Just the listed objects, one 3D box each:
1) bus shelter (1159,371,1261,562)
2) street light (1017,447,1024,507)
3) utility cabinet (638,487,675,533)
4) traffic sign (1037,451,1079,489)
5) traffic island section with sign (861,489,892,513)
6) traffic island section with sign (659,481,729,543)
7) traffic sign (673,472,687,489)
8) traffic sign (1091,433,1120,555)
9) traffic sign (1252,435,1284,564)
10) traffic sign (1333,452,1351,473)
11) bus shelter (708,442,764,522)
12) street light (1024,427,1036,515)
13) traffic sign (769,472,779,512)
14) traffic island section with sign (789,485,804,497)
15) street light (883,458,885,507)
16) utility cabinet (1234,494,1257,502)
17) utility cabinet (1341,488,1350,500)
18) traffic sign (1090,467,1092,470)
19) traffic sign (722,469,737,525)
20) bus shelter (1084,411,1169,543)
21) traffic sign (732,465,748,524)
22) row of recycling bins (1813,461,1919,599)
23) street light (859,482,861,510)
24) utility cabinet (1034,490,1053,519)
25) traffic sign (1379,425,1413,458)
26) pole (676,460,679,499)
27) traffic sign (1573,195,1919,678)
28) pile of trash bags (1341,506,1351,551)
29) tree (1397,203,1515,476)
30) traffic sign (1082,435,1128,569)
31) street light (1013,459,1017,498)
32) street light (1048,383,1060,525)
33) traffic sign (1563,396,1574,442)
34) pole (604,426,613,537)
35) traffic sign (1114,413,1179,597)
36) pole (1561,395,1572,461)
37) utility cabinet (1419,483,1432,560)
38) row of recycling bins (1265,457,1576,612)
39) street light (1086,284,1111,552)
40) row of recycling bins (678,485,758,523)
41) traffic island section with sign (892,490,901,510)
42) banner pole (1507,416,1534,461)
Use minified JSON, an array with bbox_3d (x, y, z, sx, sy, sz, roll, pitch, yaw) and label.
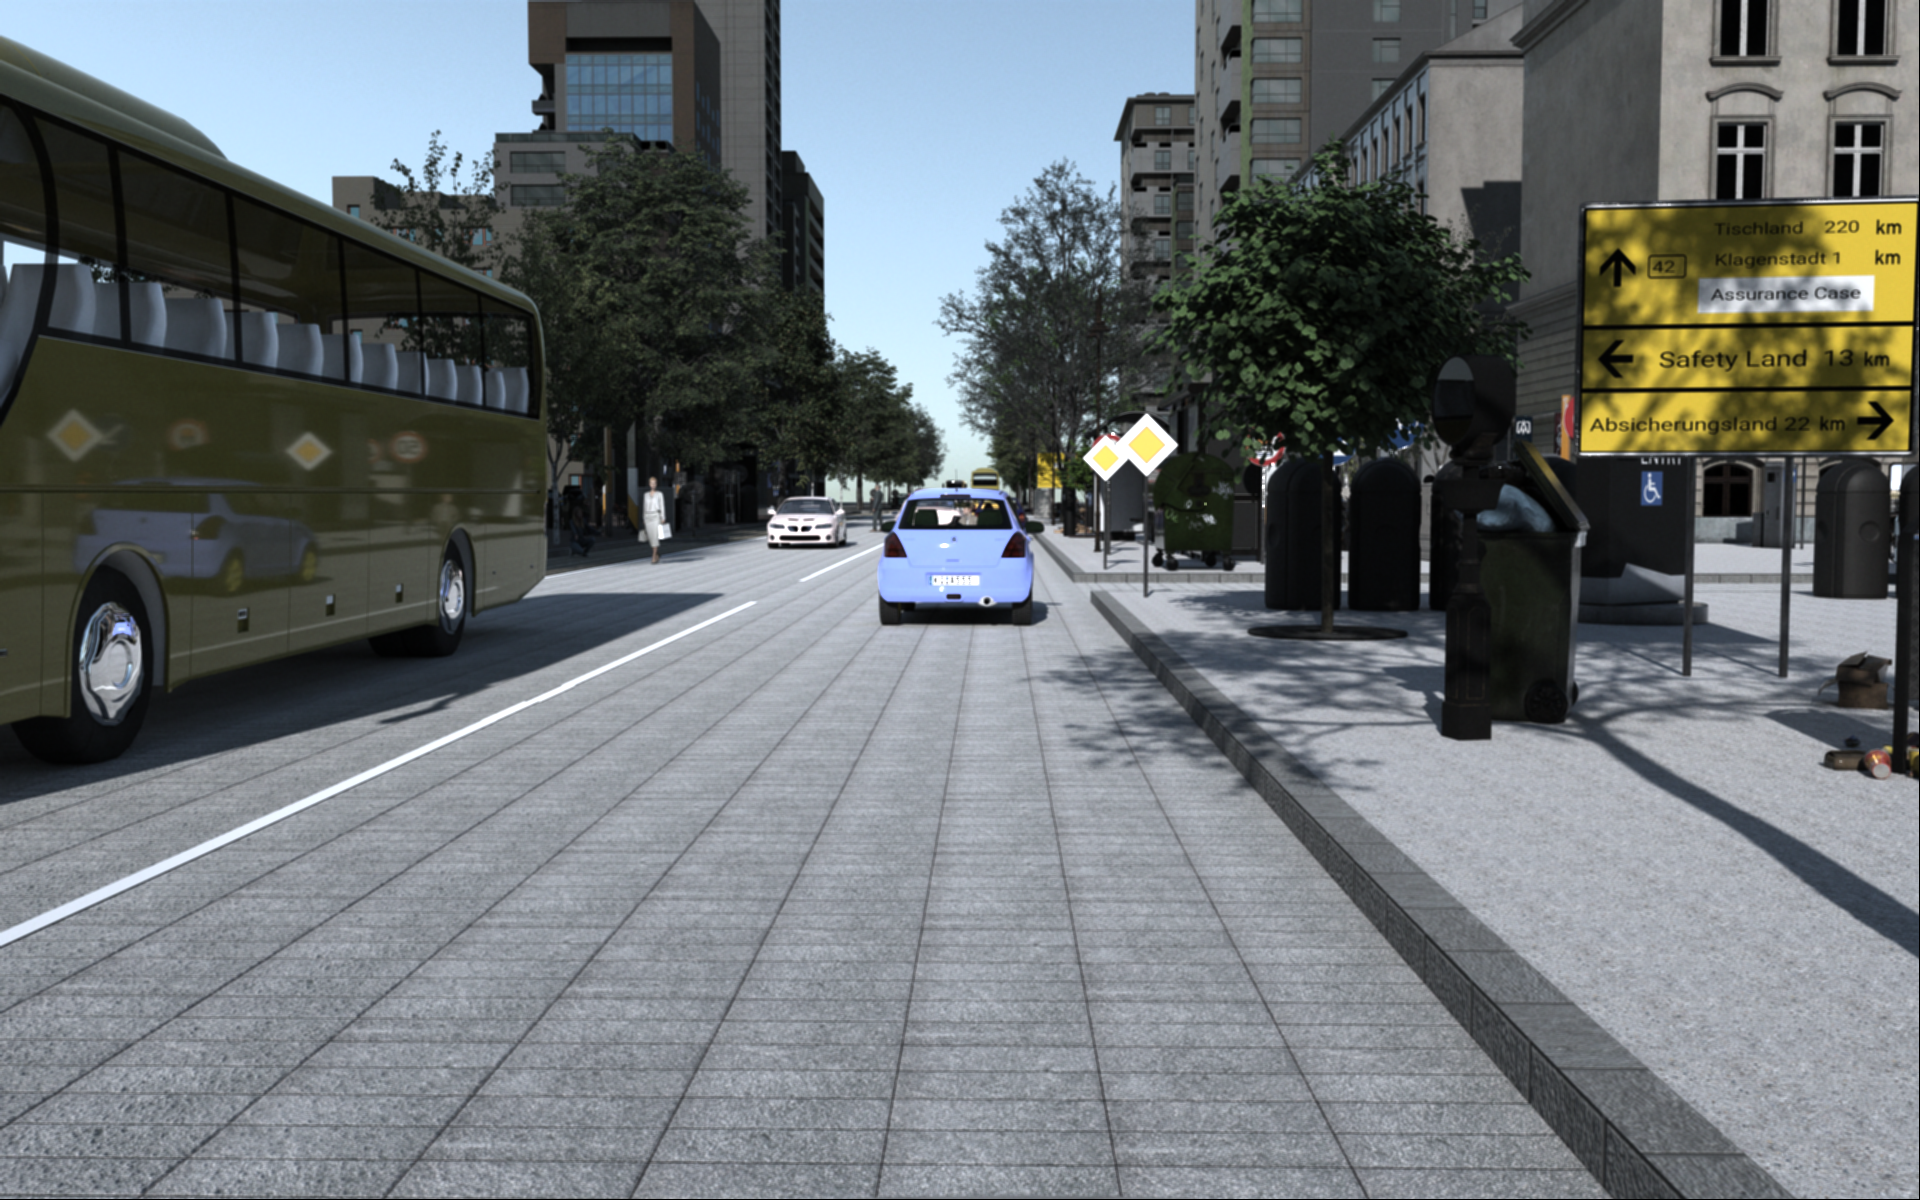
[{"bbox_3d":[5.450,-3.618,36.792,2.179,5.291,8.768,0,4,1],"label":"bus shelter"},{"bbox_3d":[5.360,-10.717,148.005,0.468,5.910,1.993,0,4,1],"label":"street light"},{"bbox_3d":[-9.825,-2.891,55.946,1.173,1.500,0.318,0,4,-4],"label":"utility cabinet"},{"bbox_3d":[4.786,-5.432,82.685,2.265,3.308,0.079,0,4,6],"label":"traffic sign"},{"bbox_3d":[-6.367,-7.409,129.770,1.989,1.847,2.006,0,4,1],"label":"traffic island section with sign"},{"bbox_3d":[-7.987,-2.642,51.821,1.989,1.847,2.006,0,4,1],"label":"traffic island section with sign"},{"bbox_3d":[-12.716,-4.683,78.692,0.606,2.300,0.079,0,4,2],"label":"traffic sign"},{"bbox_3d":[3.138,-2.226,36.495,0.768,2.556,0.104,1,4,11],"label":"traffic sign"},{"bbox_3d":[5.525,-1.922,31.535,0.768,2.556,0.104,0,4,3],"label":"traffic sign"},{"bbox_3d":[6.656,-1.880,30.852,0.768,2.556,0.104,0,4,7],"label":"traffic sign"},{"bbox_3d":[-10.465,-5.508,81.343,1.731,3.624,6.357,0,4,1],"label":"bus shelter"},{"bbox_3d":[4.705,-8.730,115.518,0.468,5.910,1.993,0,4,1],"label":"street light"},{"bbox_3d":[-10.401,-5.975,97.800,0.768,2.556,0.104,1,4,10],"label":"traffic sign"},{"bbox_3d":[-7.424,-4.290,78.771,1.989,1.847,2.006,0,4,1],"label":"traffic island section with sign"},{"bbox_3d":[-7.544,-12.181,171.954,0.468,5.910,1.993,0,4,1],"label":"street light"},{"bbox_3d":[7.814,-2.423,48.294,1.173,1.500,0.318,2,4,28],"label":"utility cabinet"},{"bbox_3d":[13.051,-3.073,58.914,1.173,1.500,0.318,-1,4,-9],"label":"utility cabinet"},{"bbox_3d":[3.948,-2.921,47.858,0.768,2.556,0.104,1,4,8],"label":"traffic sign"},{"bbox_3d":[-9.482,-4.231,71.313,0.606,2.300,0.079,0,4,4],"label":"traffic sign"},{"bbox_3d":[4.345,-3.114,44.830,2.014,3.302,5.546,0,4,1],"label":"bus shelter"},{"bbox_3d":[-9.608,-4.598,75.289,0.768,2.556,0.104,0,4,2],"label":"traffic sign"},{"bbox_3d":[12.317,-0.846,20.949,3.534,1.692,1.069,1,4,20],"label":"row of recycling bins"},{"bbox_3d":[-8.053,-10.194,139.464,0.468,5.910,1.993,0,4,1],"label":"street light"},{"bbox_3d":[4.319,-4.969,89.928,0.318,1.500,1.173,-3,4,-37],"label":"utility cabinet"},{"bbox_3d":[5.058,-1.237,20.332,0.768,2.556,0.104,0,4,7],"label":"traffic sign"},{"bbox_3d":[-16.774,-6.675,102.972,0.158,3.312,0.155,0,3,0],"label":"pole"},{"bbox_3d":[5.441,-1.112,12.053,2.265,3.308,0.079,0,4,8],"label":"traffic sign"},{"bbox_3d":[10.180,-1.811,39.357,3.447,1.369,1.912,1,4,14],"label":"pile of trash bags"},{"bbox_3d":[12.297,-5.761,44.562,4.360,8.622,3.978,0,3,0],"label":"tree"},{"bbox_3d":[2.469,-1.577,29.422,0.795,2.450,0.064,0,4,1],"label":"traffic sign"},{"bbox_3d":[6.012,-12.716,180.697,0.468,5.910,1.993,0,4,1],"label":"street light"},{"bbox_3d":[3.829,-5.995,70.802,0.468,5.910,1.993,0,4,1],"label":"street light"},{"bbox_3d":[7.537,-1.251,20.566,0.768,2.556,0.104,1,4,9],"label":"traffic sign"},{"bbox_3d":[-10.495,-3.538,51.682,0.158,3.312,0.155,0,3,0],"label":"pole"},{"bbox_3d":[2.302,-1.088,21.438,0.795,2.450,0.064,0,4,1],"label":"traffic sign"},{"bbox_3d":[12.487,-2.562,35.739,0.158,3.312,0.155,0,3,0],"label":"pole"},{"bbox_3d":[9.087,-1.501,33.227,0.318,1.500,1.173,0,4,-5],"label":"utility cabinet"},{"bbox_3d":[5.200,-0.743,19.260,3.534,1.692,1.069,0,4,3],"label":"row of recycling bins"},{"bbox_3d":[3.059,-4.008,38.318,0.468,5.910,1.993,0,4,1],"label":"street light"},{"bbox_3d":[-10.791,-4.292,77.279,3.534,1.692,1.069,-1,4,-13],"label":"row of recycling bins"},{"bbox_3d":[-5.808,-9.058,156.720,1.989,1.847,2.006,0,4,1],"label":"traffic island section with sign"},{"bbox_3d":[15.822,-3.620,49.202,0.863,3.779,0.401,1,4,15],"label":"banner pole"}]
